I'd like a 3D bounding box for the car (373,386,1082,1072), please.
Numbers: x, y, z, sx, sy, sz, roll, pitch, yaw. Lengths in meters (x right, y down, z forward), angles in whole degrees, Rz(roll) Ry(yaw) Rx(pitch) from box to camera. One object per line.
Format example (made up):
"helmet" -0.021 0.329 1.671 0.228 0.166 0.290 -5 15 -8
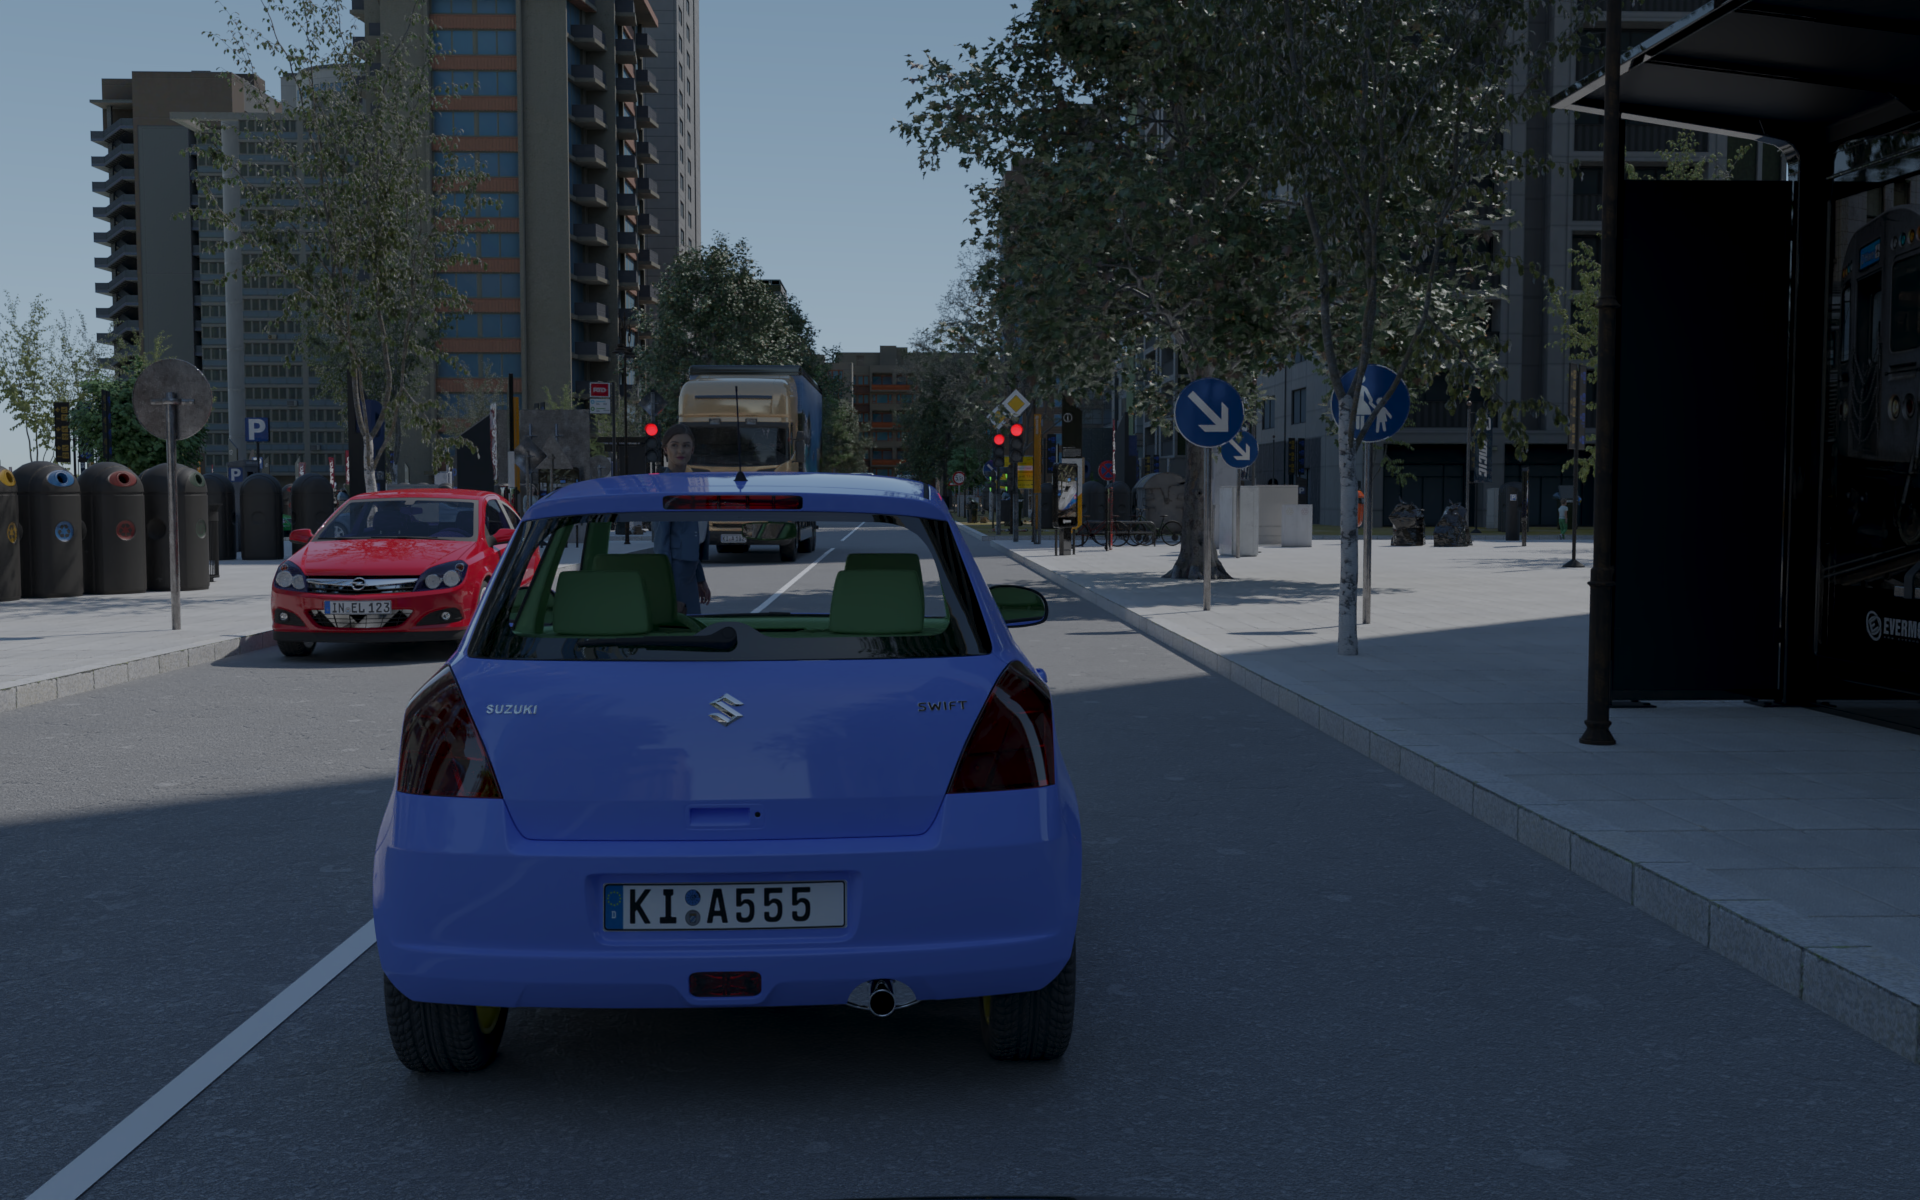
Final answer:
"car" -0.635 0.242 5.638 1.945 1.707 3.694 0 4 -4

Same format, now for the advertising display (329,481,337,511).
"advertising display" -31.873 -5.039 87.605 0.123 1.923 0.974 1 4 20

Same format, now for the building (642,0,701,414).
"building" -38.100 -45.316 179.160 20.611 71.187 20.563 0 4 -2

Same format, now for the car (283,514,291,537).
"car" -21.402 -2.498 49.643 4.718 1.807 1.959 0 4 -4

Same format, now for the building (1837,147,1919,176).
"building" 57.624 -32.843 78.984 28.212 58.520 21.231 0 4 -2

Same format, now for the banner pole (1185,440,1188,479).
"banner pole" 9.471 -4.967 71.228 0.401 3.779 0.863 -3 4 -37

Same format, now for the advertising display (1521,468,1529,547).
"advertising display" 13.920 -2.291 42.669 0.123 1.923 0.974 1 4 20

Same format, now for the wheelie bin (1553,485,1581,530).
"wheelie bin" 21.943 -3.351 62.692 0.980 1.594 0.693 0 4 5

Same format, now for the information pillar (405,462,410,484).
"information pillar" -40.877 -8.364 128.104 0.504 3.616 0.183 3 5 40

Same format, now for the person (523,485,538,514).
"person" -12.138 -2.421 49.085 0.512 1.701 0.522 -3 4 -37

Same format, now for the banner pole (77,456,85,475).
"banner pole" -57.929 -7.596 114.217 0.401 3.779 0.863 1 4 15

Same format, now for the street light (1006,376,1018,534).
"street light" 1.647 -5.038 55.159 0.468 5.910 1.993 0 4 -2

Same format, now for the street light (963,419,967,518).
"street light" 0.265 -7.323 92.516 0.468 5.910 1.993 0 4 -2

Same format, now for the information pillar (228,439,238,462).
"information pillar" -30.877 -5.033 73.649 0.504 3.616 0.183 2 4 25

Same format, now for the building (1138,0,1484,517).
"building" 22.151 -41.616 118.678 20.563 71.187 20.611 0 4 -2

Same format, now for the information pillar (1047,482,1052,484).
"information pillar" 5.538 -6.246 106.618 0.304 2.012 0.304 1 4 20

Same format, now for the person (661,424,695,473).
"person" -1.628 -0.074 9.742 0.654 1.822 0.581 2 4 28

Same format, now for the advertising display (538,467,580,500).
"advertising display" -9.556 -2.206 41.283 0.974 1.923 0.123 -2 4 -26

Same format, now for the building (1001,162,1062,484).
"building" 12.701 -35.689 233.617 14.200 45.320 14.600 0 4 -2

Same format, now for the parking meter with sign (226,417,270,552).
"parking meter with sign" -16.025 -2.592 38.640 0.543 3.016 1.738 0 4 3

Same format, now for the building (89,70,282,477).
"building" -79.981 -32.467 180.947 14.200 45.320 14.600 0 4 -2

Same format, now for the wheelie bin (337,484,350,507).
"wheelie bin" -18.945 -2.815 53.932 0.693 1.594 0.980 2 4 29

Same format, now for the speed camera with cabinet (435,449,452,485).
"speed camera with cabinet" -21.271 -4.765 72.240 0.660 3.252 2.038 0 4 5

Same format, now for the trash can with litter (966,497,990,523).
"trash can with litter" 0.783 -3.959 76.114 1.055 1.170 0.624 1 4 14

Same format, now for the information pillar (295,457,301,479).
"information pillar" -41.501 -7.175 108.669 0.504 3.616 0.183 2 4 35

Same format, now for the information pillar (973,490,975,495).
"information pillar" 1.003 -8.374 128.276 0.183 3.616 0.504 2 4 28

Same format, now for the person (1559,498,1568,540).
"person" 18.379 -2.450 52.803 0.306 1.304 0.590 3 4 38

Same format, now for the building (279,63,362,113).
"building" -75.660 -42.366 234.689 28.212 58.520 21.231 0 4 -2

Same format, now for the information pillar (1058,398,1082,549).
"information pillar" 2.597 -3.002 40.435 0.504 3.616 0.183 0 4 7

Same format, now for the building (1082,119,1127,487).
"building" 23.001 -51.898 161.206 22.319 86.520 31.000 0 4 -2

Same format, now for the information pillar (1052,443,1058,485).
"information pillar" 4.440 -5.440 80.296 0.183 3.616 0.504 -2 4 -27

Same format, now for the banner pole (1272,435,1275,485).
"banner pole" 13.335 -5.120 73.732 0.401 3.779 0.863 1 4 9

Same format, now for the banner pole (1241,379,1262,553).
"banner pole" 6.305 -2.932 37.955 0.401 3.779 0.863 -1 4 -21

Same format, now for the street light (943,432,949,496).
"street light" -1.008 -9.542 128.799 0.468 5.910 1.993 0 4 -2

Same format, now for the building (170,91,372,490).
"building" -60.166 -29.433 173.110 23.993 40.220 32.217 0 4 -2

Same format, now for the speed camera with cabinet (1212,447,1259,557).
"speed camera with cabinet" 5.707 -2.568 36.323 0.660 3.252 2.038 0 4 -8

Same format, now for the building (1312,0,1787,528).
"building" 25.329 -38.931 74.771 20.611 71.187 20.563 0 4 -2

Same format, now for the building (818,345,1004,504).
"building" -9.111 -24.236 241.301 28.899 21.520 27.650 0 4 -2

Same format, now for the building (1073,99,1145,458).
"building" 18.343 -30.663 184.937 14.154 41.232 14.086 0 4 -2

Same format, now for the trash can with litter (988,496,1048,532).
"trash can with litter" 1.971 -2.949 59.270 2.233 1.210 1.678 -1 4 -8

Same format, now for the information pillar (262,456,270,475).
"information pillar" -42.873 -7.076 107.054 0.504 3.616 0.183 1 4 8

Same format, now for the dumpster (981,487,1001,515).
"dumpster" 1.972 -6.327 109.206 1.264 1.857 1.865 0 4 -2

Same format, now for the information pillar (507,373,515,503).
"information pillar" -8.764 -2.598 33.831 0.183 3.616 0.504 -1 4 -19

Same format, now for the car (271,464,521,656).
"car" -5.200 -0.467 16.679 2.155 1.783 4.494 0 4 -4

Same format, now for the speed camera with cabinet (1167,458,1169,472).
"speed camera with cabinet" 11.340 -6.174 95.286 0.660 3.252 2.038 2 4 31

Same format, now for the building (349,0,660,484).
"building" -36.759 -29.815 142.093 22.147 44.769 28.867 0 4 -2

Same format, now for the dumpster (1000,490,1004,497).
"dumpster" 3.599 -7.261 121.207 1.502 2.255 1.985 0 4 -2

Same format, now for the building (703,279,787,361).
"building" -30.384 -28.208 232.908 14.107 30.474 14.160 0 4 -2

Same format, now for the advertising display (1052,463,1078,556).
"advertising display" 2.200 -1.896 36.205 0.123 1.923 0.974 2 4 29

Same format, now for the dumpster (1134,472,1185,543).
"dumpster" 5.402 -2.489 46.450 1.264 1.857 1.865 0 4 -2

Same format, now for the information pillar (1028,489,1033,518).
"information pillar" 3.847 -5.379 92.443 0.304 2.012 0.304 -3 5 -41

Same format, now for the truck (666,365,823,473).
"truck" -4.712 -3.126 40.026 2.839 4.237 11.283 0 4 -1

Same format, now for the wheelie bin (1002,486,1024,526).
"wheelie bin" 2.066 -3.726 68.836 0.693 1.594 0.980 3 5 40
